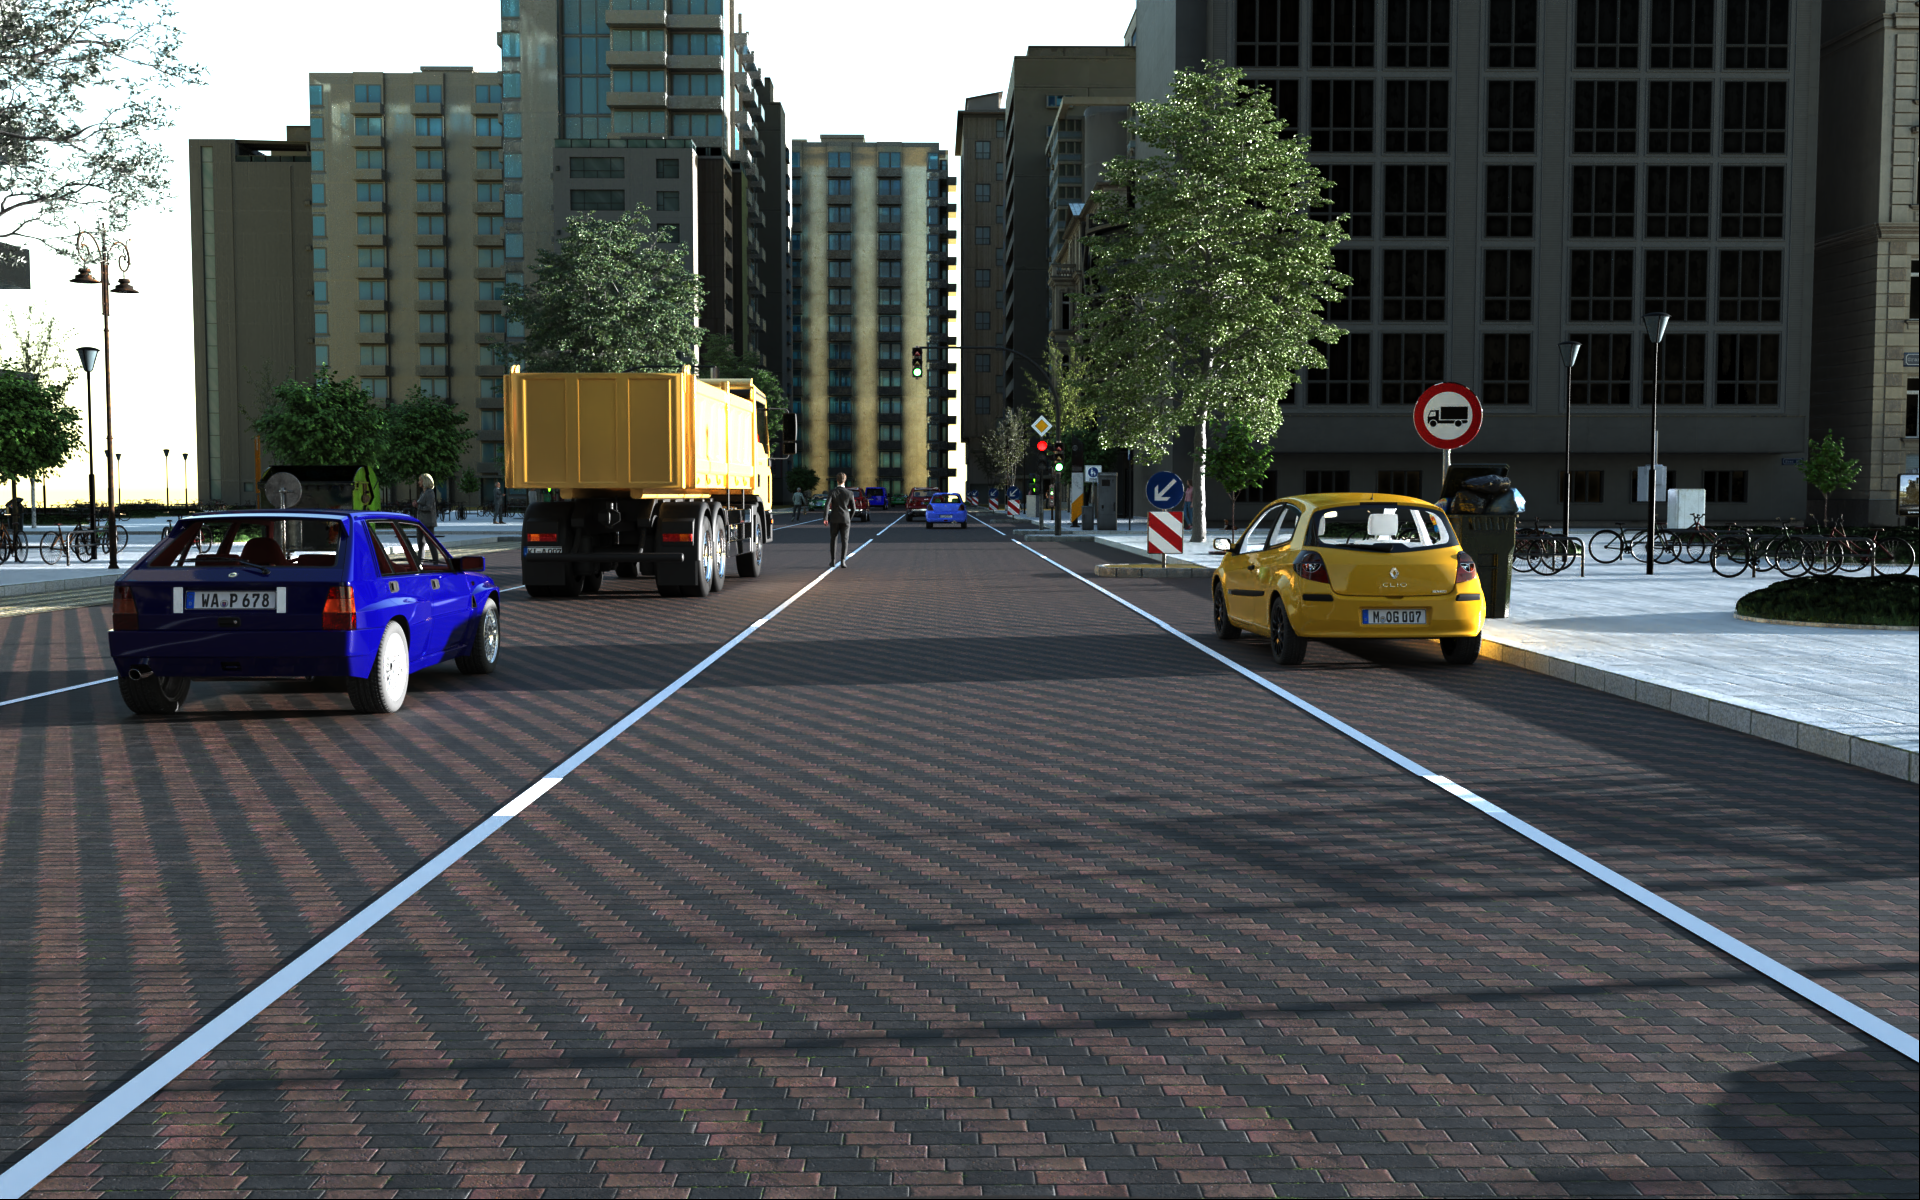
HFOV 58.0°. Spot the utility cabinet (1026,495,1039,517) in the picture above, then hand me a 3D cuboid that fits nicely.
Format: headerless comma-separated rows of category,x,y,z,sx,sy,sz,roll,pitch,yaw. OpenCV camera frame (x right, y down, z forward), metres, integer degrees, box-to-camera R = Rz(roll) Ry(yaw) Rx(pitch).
utility cabinet,4.068,-5.193,96.062,0.306,1.237,1.020,-2,4,-29

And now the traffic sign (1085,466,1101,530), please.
traffic sign,4.744,-3.645,61.724,0.606,2.300,0.079,1,4,8

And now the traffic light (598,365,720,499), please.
traffic light,-10.894,-5.296,61.263,4.771,5.953,1.251,0,4,-1

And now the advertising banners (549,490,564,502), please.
advertising banners,-14.682,-4.130,63.719,0.090,3.025,2.074,1,4,8

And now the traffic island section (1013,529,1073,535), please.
traffic island section,2.915,-2.403,61.578,2.009,0.180,2.903,0,4,-1

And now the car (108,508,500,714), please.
car,-4.573,-0.004,12.646,1.945,1.354,3.894,0,4,-1

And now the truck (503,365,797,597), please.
truck,-4.721,-1.947,27.750,3.469,3.379,9.791,0,4,1

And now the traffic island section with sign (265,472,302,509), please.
traffic island section with sign,-12.206,-1.357,30.822,1.989,1.847,2.006,0,4,-1

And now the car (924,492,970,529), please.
car,-0.556,-3.878,72.994,1.945,1.707,3.694,0,4,1

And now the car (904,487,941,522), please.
car,-1.848,-5.098,92.023,2.281,1.827,5.304,0,4,-3

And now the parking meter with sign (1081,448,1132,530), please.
parking meter with sign,5.184,-3.972,61.210,1.738,3.016,0.543,0,4,-3

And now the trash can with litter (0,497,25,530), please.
trash can with litter,-33.151,-2.997,60.395,1.055,1.170,0.624,2,4,23

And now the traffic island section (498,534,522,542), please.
traffic island section,-12.897,-1.900,53.345,2.009,0.180,2.903,0,4,-1

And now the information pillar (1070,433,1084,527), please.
information pillar,4.525,-4.618,66.851,0.504,3.616,0.183,2,4,29

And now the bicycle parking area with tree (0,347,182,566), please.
bicycle parking area with tree,-19.640,-2.853,33.641,8.231,4.147,9.016,1,4,11

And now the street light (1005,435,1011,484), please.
street light,3.713,-9.966,135.738,0.468,5.910,1.993,0,4,-1

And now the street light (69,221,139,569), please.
street light,-14.578,-3.478,29.647,0.468,5.910,1.993,0,4,-1

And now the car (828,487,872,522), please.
car,-5.784,-4.993,90.311,2.281,1.827,5.304,0,3,0

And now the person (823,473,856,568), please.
person,-2.366,-1.559,33.763,0.659,1.850,0.755,-1,4,-10

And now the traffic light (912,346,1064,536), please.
traffic light,0.912,-4.810,53.305,4.771,5.953,1.251,0,4,-1

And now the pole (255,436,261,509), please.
pole,-24.490,-4.074,60.452,0.158,3.312,0.155,0,3,0

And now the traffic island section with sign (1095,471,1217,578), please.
traffic island section with sign,3.419,-1.348,30.673,1.989,1.847,2.006,0,4,-1

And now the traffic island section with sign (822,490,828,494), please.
traffic island section with sign,-14.771,-11.135,190.683,1.989,1.847,2.006,0,4,-1

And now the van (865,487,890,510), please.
van,-7.550,-9.300,156.432,2.240,2.365,5.245,0,4,0

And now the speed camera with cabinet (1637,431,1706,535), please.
speed camera with cabinet,22.382,-3.679,54.480,2.038,3.252,0.660,-1,4,-11

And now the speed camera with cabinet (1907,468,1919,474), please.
speed camera with cabinet,34.773,-4.104,61.434,2.038,3.252,0.660,1,4,9

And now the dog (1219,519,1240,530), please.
dog,9.565,-2.666,61.329,0.550,0.427,0.748,-2,4,-27

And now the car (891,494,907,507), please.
car,-6.619,-11.095,190.195,1.959,1.807,4.718,0,4,1

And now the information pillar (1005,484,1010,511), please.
information pillar,3.642,-7.827,132.464,0.304,2.012,0.304,3,4,38

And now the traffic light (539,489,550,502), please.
traffic light,-12.857,-3.932,53.211,0.839,4.253,0.868,0,4,-1

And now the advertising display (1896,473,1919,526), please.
advertising display,29.805,-2.997,54.207,0.974,1.923,0.123,0,4,-3

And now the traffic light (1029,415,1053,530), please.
traffic light,2.875,-4.437,61.463,0.839,4.253,0.868,0,4,-1

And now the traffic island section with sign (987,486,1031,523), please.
traffic island section with sign,2.519,-4.751,86.302,1.989,1.847,2.006,0,4,-1

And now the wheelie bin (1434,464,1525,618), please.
wheelie bin,5.418,-0.620,18.041,0.980,1.594,0.693,0,4,-6

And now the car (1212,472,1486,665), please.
car,3.442,-0.352,15.980,2.015,1.641,3.980,0,4,-2

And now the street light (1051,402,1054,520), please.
street light,4.553,-6.887,85.388,0.468,5.910,1.993,0,4,-1

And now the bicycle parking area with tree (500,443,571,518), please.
bicycle parking area with tree,-23.718,-6.819,98.490,8.231,4.147,9.016,-3,5,-40

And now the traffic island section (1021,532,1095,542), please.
traffic island section,3.042,-1.915,53.594,2.009,0.180,2.903,0,4,-1

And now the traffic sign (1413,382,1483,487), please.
traffic sign,5.541,-1.202,19.751,0.768,2.556,0.104,0,4,7

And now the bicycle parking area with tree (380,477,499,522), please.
bicycle parking area with tree,-27.937,-5.876,83.074,8.231,4.147,9.016,0,4,6

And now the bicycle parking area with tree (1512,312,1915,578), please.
bicycle parking area with tree,11.083,-2.639,30.145,9.016,4.147,8.231,1,4,18

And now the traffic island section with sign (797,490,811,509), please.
traffic island section with sign,-14.336,-9.487,163.732,1.989,1.847,2.006,0,4,-1

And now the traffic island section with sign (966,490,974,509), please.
traffic island section with sign,1.299,-9.461,163.320,1.989,1.847,2.006,0,4,-1

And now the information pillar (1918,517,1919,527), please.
information pillar,30.571,-3.076,54.785,0.304,2.012,0.304,-1,4,-17

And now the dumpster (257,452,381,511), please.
dumpster,-12.441,-1.753,33.619,1.985,2.255,1.502,0,4,1

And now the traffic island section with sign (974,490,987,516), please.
traffic island section with sign,2.076,-6.450,114.091,1.989,1.847,2.006,0,4,-1

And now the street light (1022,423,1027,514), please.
street light,4.129,-8.438,110.752,0.468,5.910,1.993,0,4,-1

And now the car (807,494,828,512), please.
car,-11.528,-8.057,143.523,2.131,1.459,4.920,0,4,0
